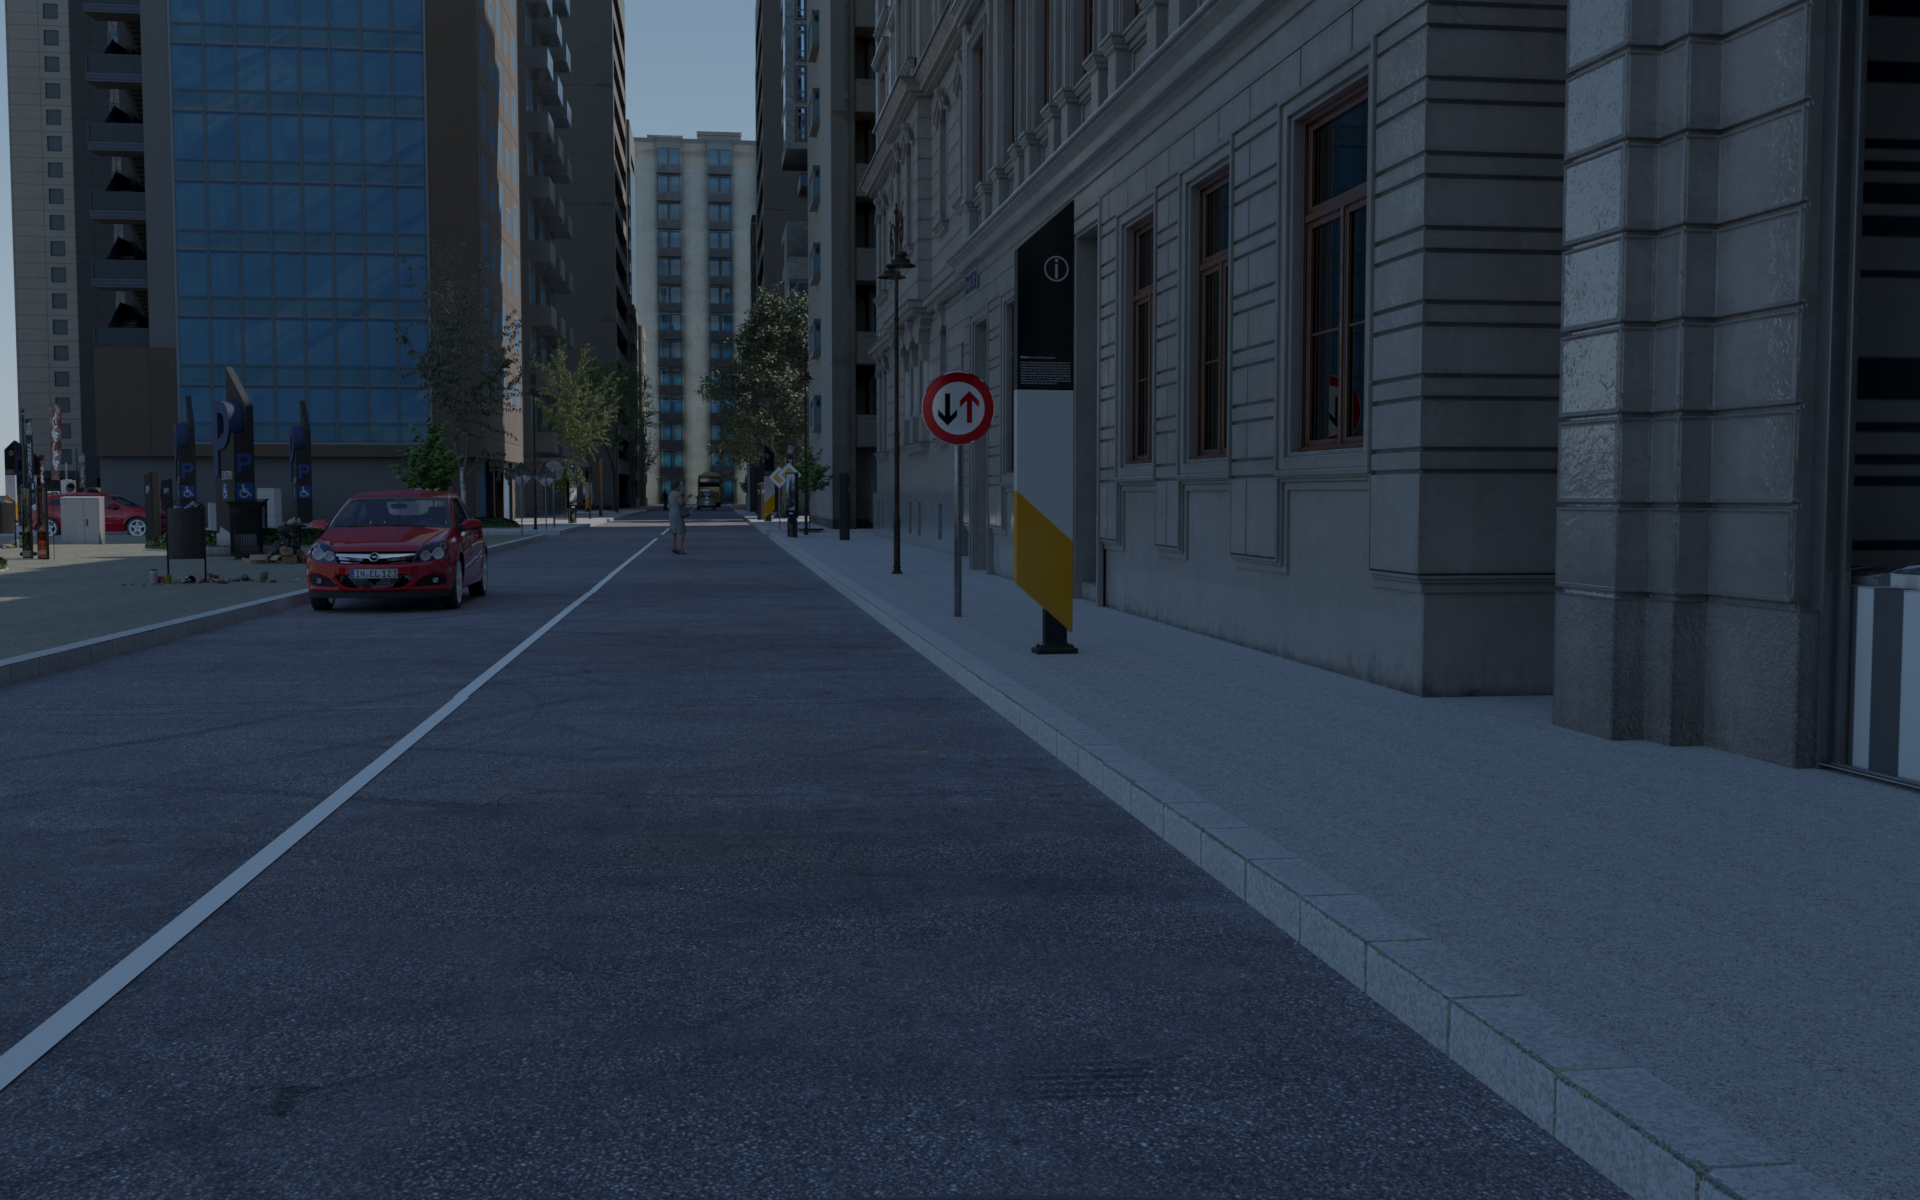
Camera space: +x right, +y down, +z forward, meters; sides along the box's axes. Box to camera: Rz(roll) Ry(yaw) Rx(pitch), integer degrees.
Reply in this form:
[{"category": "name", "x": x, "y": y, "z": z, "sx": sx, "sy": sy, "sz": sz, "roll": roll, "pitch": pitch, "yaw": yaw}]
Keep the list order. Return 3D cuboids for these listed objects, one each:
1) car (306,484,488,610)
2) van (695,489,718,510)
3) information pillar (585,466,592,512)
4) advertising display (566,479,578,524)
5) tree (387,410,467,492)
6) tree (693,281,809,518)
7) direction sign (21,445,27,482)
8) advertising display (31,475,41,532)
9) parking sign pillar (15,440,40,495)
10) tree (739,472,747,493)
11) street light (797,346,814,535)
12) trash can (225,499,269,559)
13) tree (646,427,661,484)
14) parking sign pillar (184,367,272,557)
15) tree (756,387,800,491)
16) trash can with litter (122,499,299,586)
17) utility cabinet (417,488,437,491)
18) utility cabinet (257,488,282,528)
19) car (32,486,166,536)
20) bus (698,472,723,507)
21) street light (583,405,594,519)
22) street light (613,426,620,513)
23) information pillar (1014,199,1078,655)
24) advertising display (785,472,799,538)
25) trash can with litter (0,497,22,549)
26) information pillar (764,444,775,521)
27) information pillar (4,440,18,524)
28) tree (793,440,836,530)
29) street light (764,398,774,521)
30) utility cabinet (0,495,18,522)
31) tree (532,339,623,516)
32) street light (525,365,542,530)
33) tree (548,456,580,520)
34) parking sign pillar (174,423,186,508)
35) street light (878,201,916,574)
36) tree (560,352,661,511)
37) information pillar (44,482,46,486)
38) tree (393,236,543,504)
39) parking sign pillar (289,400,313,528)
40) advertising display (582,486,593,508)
[{"category": "car", "x": -7.337, "y": -0.843, "z": 22.822, "sx": 2.155, "sy": 1.783, "sz": 4.494, "roll": -1, "pitch": 4, "yaw": -9}, {"category": "van", "x": -22.757, "y": -9.072, "z": 155.337, "sx": 2.013, "sy": 2.044, "sz": 4.112, "roll": 0, "pitch": 4, "yaw": -7}, {"category": "information pillar", "x": -26.275, "y": -8.019, "z": 122.458, "sx": 0.504, "sy": 3.616, "sz": 0.183, "roll": -1, "pitch": 4, "yaw": -22}, {"category": "advertising display", "x": -16.967, "y": -4.315, "z": 75.770, "sx": 0.123, "sy": 1.923, "sz": 0.974, "roll": 1, "pitch": 4, "yaw": 8}, {"category": "tree", "x": -12.183, "y": -2.780, "z": 40.051, "sx": 1.663, "sy": 3.219, "sz": 1.824, "roll": 0, "pitch": 3, "yaw": 0}, {"category": "tree", "x": -9.529, "y": -10.785, "z": 93.338, "sx": 9.611, "sy": 12.733, "sz": 9.660, "roll": 0, "pitch": 3, "yaw": 0}, {"category": "direction sign", "x": -43.358, "y": -5.414, "z": 80.515, "sx": 0.379, "sy": 3.537, "sz": 0.876, "roll": 0, "pitch": 3, "yaw": 0}, {"category": "advertising display", "x": -31.540, "y": -3.299, "z": 59.150, "sx": 0.123, "sy": 1.923, "sz": 0.974, "roll": -3, "pitch": 4, "yaw": -38}, {"category": "parking sign pillar", "x": -46.780, "y": -6.014, "z": 86.794, "sx": 1.447, "sy": 3.967, "sz": 1.447, "roll": 0, "pitch": 4, "yaw": 7}, {"category": "tree", "x": -17.908, "y": -9.243, "z": 145.720, "sx": 1.663, "sy": 3.219, "sz": 1.824, "roll": 0, "pitch": 3, "yaw": 0}, {"category": "street light", "x": -4.827, "y": -4.977, "z": 54.160, "sx": 0.468, "sy": 5.910, "sz": 1.993, "roll": -1, "pitch": 4, "yaw": -8}, {"category": "trash can", "x": -14.079, "y": -1.377, "z": 34.164, "sx": 0.748, "sy": 1.137, "sz": 0.748, "roll": 0, "pitch": 3, "yaw": 0}, {"category": "tree", "x": -34.705, "y": -14.644, "z": 189.786, "sx": 4.360, "sy": 8.622, "sz": 3.978, "roll": 0, "pitch": 3, "yaw": 0}, {"category": "parking sign pillar", "x": -15.156, "y": -2.917, "z": 36.168, "sx": 1.447, "sy": 3.967, "sz": 1.447, "roll": -3, "pitch": 5, "yaw": -40}, {"category": "tree", "x": -10.904, "y": -9.290, "z": 102.251, "sx": 4.360, "sy": 8.622, "sz": 3.978, "roll": 0, "pitch": 3, "yaw": 0}, {"category": "trash can with litter", "x": -10.787, "y": -0.855, "z": 25.040, "sx": 2.233, "sy": 1.210, "sz": 1.678, "roll": -1, "pitch": 4, "yaw": -14}, {"category": "utility cabinet", "x": -19.067, "y": -3.275, "z": 62.218, "sx": 1.173, "sy": 1.500, "sz": 0.318, "roll": 2, "pitch": 4, "yaw": 33}, {"category": "utility cabinet", "x": -25.686, "y": -3.412, "z": 64.459, "sx": 1.173, "sy": 1.500, "sz": 0.318, "roll": 3, "pitch": 4, "yaw": 38}, {"category": "car", "x": -27.940, "y": -2.907, "z": 56.574, "sx": 4.494, "sy": 1.783, "sz": 2.155, "roll": 0, "pitch": 4, "yaw": -6}, {"category": "bus", "x": -27.866, "y": -12.324, "z": 193.045, "sx": 2.896, "sy": 3.916, "sz": 12.252, "roll": 0, "pitch": 4, "yaw": -8}, {"category": "street light", "x": -19.289, "y": -7.179, "z": 90.158, "sx": 0.468, "sy": 5.910, "sz": 1.993, "roll": -1, "pitch": 4, "yaw": -8}, {"category": "street light", "x": -23.234, "y": -8.840, "z": 117.319, "sx": 0.468, "sy": 5.910, "sz": 1.993, "roll": -1, "pitch": 4, "yaw": -8}, {"category": "information pillar", "x": 0.684, "y": -1.375, "z": 13.831, "sx": 0.504, "sy": 3.616, "sz": 0.183, "roll": -1, "pitch": 4, "yaw": -13}, {"category": "advertising display", "x": -4.979, "y": -2.824, "z": 51.378, "sx": 0.123, "sy": 1.923, "sz": 0.974, "roll": -1, "pitch": 4, "yaw": -22}, {"category": "trash can with litter", "x": -23.007, "y": -1.821, "z": 40.831, "sx": 1.678, "sy": 1.210, "sz": 2.233, "roll": 3, "pitch": 5, "yaw": 41}, {"category": "information pillar", "x": -8.960, "y": -5.499, "z": 81.262, "sx": 0.504, "sy": 3.616, "sz": 0.183, "roll": -1, "pitch": 4, "yaw": -14}, {"category": "information pillar", "x": -41.304, "y": -5.139, "z": 75.383, "sx": 0.504, "sy": 3.616, "sz": 0.183, "roll": 0, "pitch": 4, "yaw": 6}, {"category": "tree", "x": -5.351, "y": -4.103, "z": 61.682, "sx": 1.663, "sy": 3.219, "sz": 1.824, "roll": 0, "pitch": 3, "yaw": 0}, {"category": "street light", "x": -9.177, "y": -6.782, "z": 83.681, "sx": 0.468, "sy": 5.910, "sz": 1.993, "roll": -1, "pitch": 4, "yaw": -8}, {"category": "utility cabinet", "x": -43.179, "y": -4.131, "z": 78.703, "sx": 0.306, "sy": 1.237, "sz": 1.020, "roll": 1, "pitch": 4, "yaw": 23}, {"category": "tree", "x": -18.463, "y": -8.115, "z": 83.048, "sx": 4.737, "sy": 8.622, "sz": 4.395, "roll": 0, "pitch": 3, "yaw": 0}, {"category": "street light", "x": -15.306, "y": -5.473, "z": 62.275, "sx": 0.468, "sy": 5.910, "sz": 1.993, "roll": -1, "pitch": 4, "yaw": -8}, {"category": "tree", "x": -19.880, "y": -5.663, "z": 87.188, "sx": 1.663, "sy": 3.219, "sz": 1.824, "roll": 0, "pitch": 3, "yaw": 0}, {"category": "parking sign pillar", "x": -20.988, "y": -3.578, "z": 46.971, "sx": 1.447, "sy": 3.967, "sz": 1.447, "roll": -2, "pitch": 4, "yaw": -27}, {"category": "street light", "x": -1.012, "y": -3.358, "z": 27.690, "sx": 0.468, "sy": 5.910, "sz": 1.993, "roll": -1, "pitch": 4, "yaw": -8}, {"category": "tree", "x": -25.683, "y": -12.360, "z": 127.848, "sx": 9.928, "sy": 11.665, "sz": 9.643, "roll": 0, "pitch": 3, "yaw": 0}, {"category": "information pillar", "x": -53.634, "y": -5.919, "z": 101.268, "sx": 0.304, "sy": 2.012, "sz": 0.304, "roll": 0, "pitch": 4, "yaw": 1}, {"category": "tree", "x": -14.184, "y": -6.066, "z": 49.534, "sx": 4.360, "sy": 8.622, "sz": 3.978, "roll": 0, "pitch": 3, "yaw": 0}, {"category": "parking sign pillar", "x": -18.739, "y": -3.719, "z": 49.276, "sx": 1.447, "sy": 3.967, "sz": 1.447, "roll": -2, "pitch": 4, "yaw": -26}, {"category": "advertising display", "x": -28.657, "y": -7.837, "z": 133.341, "sx": 0.974, "sy": 1.923, "sz": 0.123, "roll": 2, "pitch": 4, "yaw": 32}]
